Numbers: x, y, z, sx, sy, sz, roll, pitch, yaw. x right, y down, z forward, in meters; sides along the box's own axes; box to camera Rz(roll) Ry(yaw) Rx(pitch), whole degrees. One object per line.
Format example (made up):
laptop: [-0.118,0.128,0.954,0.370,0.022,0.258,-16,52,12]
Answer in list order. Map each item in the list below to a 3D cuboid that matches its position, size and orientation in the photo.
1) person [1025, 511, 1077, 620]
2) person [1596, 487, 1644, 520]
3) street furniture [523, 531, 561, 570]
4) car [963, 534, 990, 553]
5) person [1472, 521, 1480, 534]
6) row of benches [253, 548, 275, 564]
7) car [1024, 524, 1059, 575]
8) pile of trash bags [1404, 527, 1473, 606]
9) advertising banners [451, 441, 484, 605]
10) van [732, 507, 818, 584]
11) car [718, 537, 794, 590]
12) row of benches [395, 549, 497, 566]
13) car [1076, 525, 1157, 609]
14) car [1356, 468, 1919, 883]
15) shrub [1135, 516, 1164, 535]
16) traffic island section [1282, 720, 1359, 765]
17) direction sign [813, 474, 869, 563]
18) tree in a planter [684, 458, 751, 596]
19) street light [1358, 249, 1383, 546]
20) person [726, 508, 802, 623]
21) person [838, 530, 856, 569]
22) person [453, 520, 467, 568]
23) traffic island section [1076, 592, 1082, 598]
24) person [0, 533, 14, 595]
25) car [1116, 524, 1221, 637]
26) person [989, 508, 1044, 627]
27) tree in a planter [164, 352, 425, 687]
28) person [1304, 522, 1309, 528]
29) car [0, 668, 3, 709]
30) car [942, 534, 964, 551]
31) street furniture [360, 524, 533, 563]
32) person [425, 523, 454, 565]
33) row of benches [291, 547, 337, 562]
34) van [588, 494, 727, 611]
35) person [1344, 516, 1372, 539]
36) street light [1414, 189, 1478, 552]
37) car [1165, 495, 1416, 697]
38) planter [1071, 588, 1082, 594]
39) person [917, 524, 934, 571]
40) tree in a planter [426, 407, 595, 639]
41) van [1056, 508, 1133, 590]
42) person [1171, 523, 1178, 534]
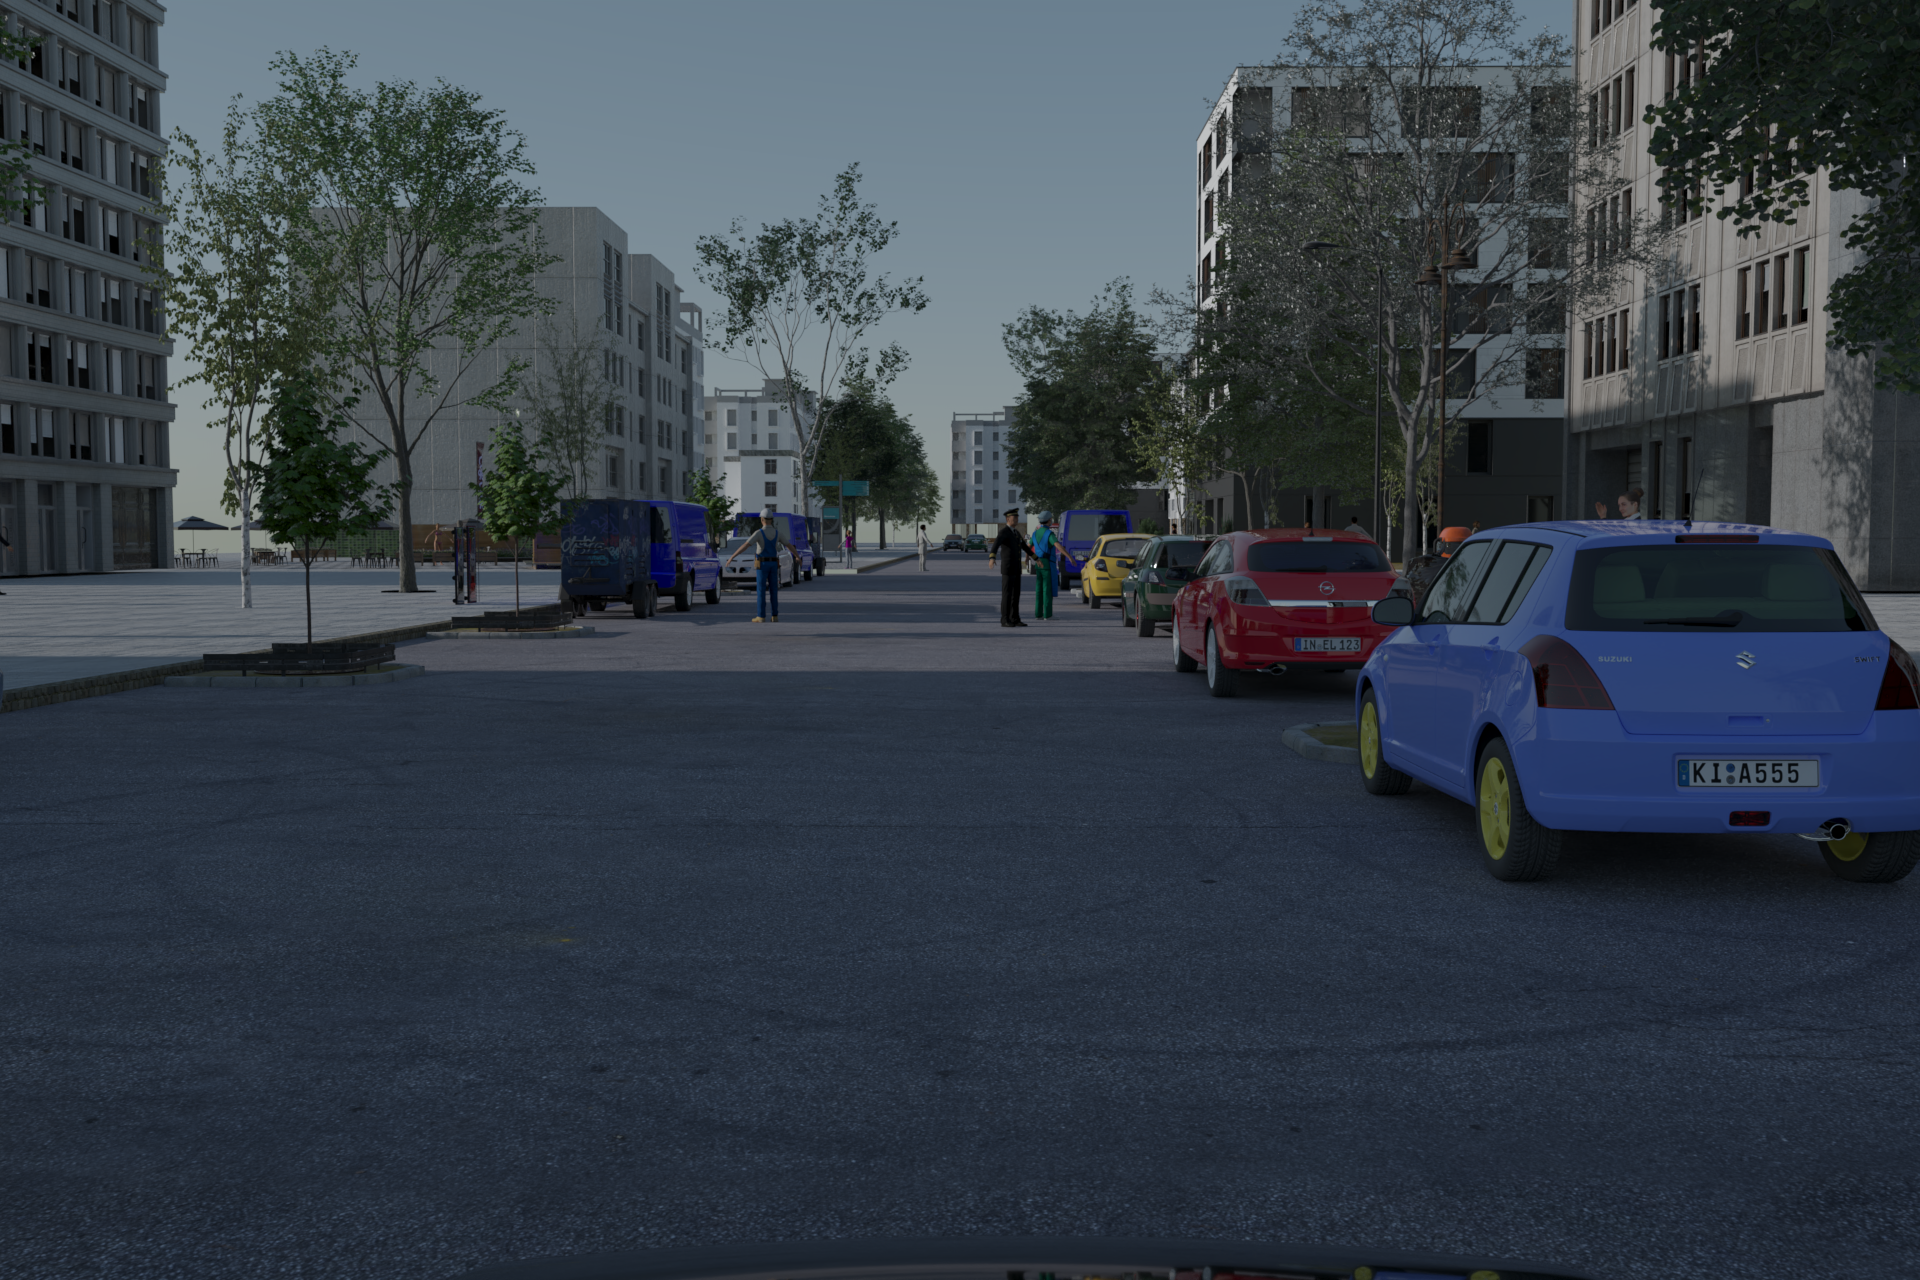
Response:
person: [1.449,-1.239,28.842,0.704,1.817,1.347,-2,4,-34]
person: [6.268,-0.598,16.616,0.445,1.727,0.742,-2,4,-25]
street furniture: [-12.315,-3.667,66.814,9.812,1.723,11.010,-1,4,-15]
car: [1.280,-7.568,135.531,2.131,1.459,4.920,0,4,1]
person: [17.990,-3.260,60.053,0.721,1.744,1.215,2,4,33]
row of benches: [-30.821,-3.741,76.621,1.422,0.672,4.104,-2,4,-25]
car: [3.469,-3.292,62.504,2.281,1.827,5.304,0,4,1]
pile of trash bags: [6.254,-0.669,20.697,1.912,1.369,3.447,0,4,1]
advertising banners: [-9.103,-2.201,32.179,0.090,3.025,2.074,0,4,1]
van: [-5.489,-2.873,51.352,2.240,2.365,5.245,0,4,1]
car: [-5.490,-2.034,45.610,2.083,1.381,4.827,0,4,1]
row of benches: [-20.835,-3.335,69.985,4.104,0.672,1.422,-1,4,-18]
car: [3.344,-1.489,34.572,2.015,1.641,3.980,0,4,1]
car: [3.060,0.071,8.428,1.945,1.707,3.694,0,4,1]
shrub: [8.424,-4.511,77.802,1.661,2.075,1.752,0,3,0]
traffic island section: [3.206,0.693,11.538,1.991,0.108,1.994,0,4,0]
direction sign: [-5.336,-5.469,78.173,2.525,3.948,1.411,0,4,0]
tree in a planter: [-6.003,-2.668,40.840,1.991,3.239,1.994,0,4,2]
street light: [7.215,-3.367,27.594,1.470,5.913,1.316,0,4,1]
person: [-3.146,-1.213,28.151,1.347,1.847,0.705,-2,4,-31]
person: [-4.154,-3.350,64.035,0.599,1.433,0.991,3,4,37]
person: [-18.896,-3.635,65.553,0.705,1.813,1.348,-3,5,-39]
traffic island section: [3.663,-1.014,39.437,1.991,0.108,1.994,0,4,1]
person: [-20.217,-1.846,36.226,0.704,1.823,1.345,0,4,-5]
car: [3.336,-0.958,25.448,2.009,1.686,4.222,0,4,1]
person: [0.819,-1.123,26.753,0.705,1.837,1.347,3,4,37]
tree in a planter: [-6.466,-1.217,17.121,1.991,3.239,1.994,0,4,1]
person: [14.868,-4.158,74.210,0.704,1.802,1.346,3,5,41]
car: [-6.459,0.232,8.207,2.014,1.417,4.499,0,4,1]
car: [-0.527,-8.379,146.777,2.009,1.686,4.222,0,4,1]
street furniture: [-22.023,-4.514,80.651,11.010,1.723,9.812,-1,4,-20]
person: [-21.568,-3.970,71.712,1.217,1.733,0.721,-3,5,-39]
row of benches: [-30.298,-4.030,81.348,1.422,0.672,4.104,0,4,1]
van: [-5.897,-1.795,33.733,2.240,2.365,5.245,0,4,1]
person: [11.816,-2.802,51.972,1.344,1.810,0.704,0,4,4]
street light: [6.609,-3.115,23.722,0.468,5.910,1.993,0,4,1]
car: [3.109,-0.468,16.689,2.155,1.783,4.494,0,4,1]
planter: [3.699,-1.281,42.090,1.991,0.319,1.994,0,4,2]
person: [-1.398,-3.563,66.898,0.705,1.806,1.347,-2,4,-26]
tree in a planter: [-6.284,-1.668,24.496,1.991,3.239,1.994,0,4,1]
van: [3.526,-2.552,46.108,2.240,2.365,5.245,0,4,1]
person: [10.729,-4.953,87.119,0.704,1.843,1.345,1,4,23]
